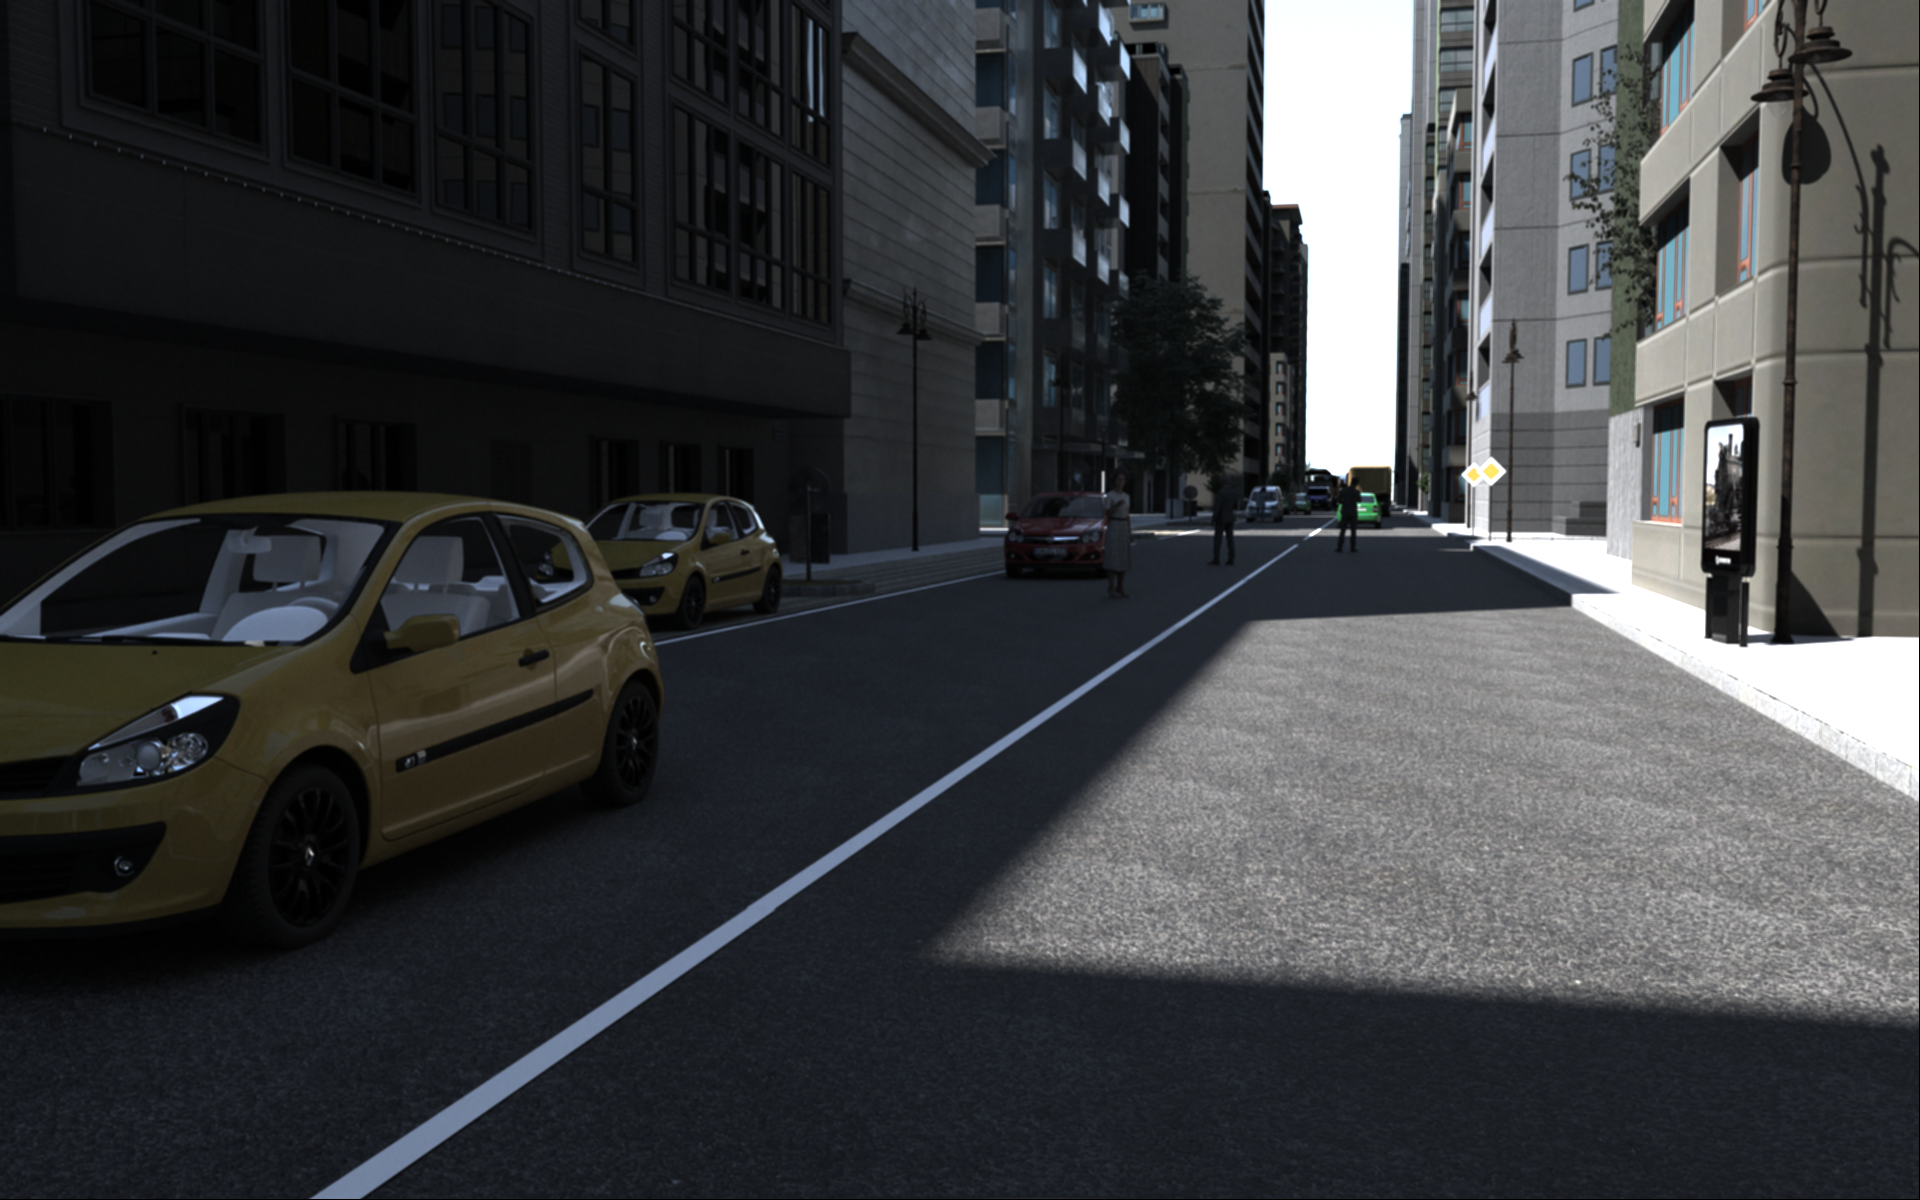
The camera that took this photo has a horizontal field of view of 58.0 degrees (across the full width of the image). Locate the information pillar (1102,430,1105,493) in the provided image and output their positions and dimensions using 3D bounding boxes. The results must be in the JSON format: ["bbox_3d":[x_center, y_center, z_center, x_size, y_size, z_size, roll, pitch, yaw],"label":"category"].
[{"bbox_3d":[5.221,-4.383,63.021,0.183,3.616,0.504,0,4,8],"label":"information pillar"}]

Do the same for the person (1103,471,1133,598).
[{"bbox_3d":[2.237,-0.914,24.022,0.480,1.755,0.524,-3,4,-37],"label":"person"}]

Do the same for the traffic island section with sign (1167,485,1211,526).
[{"bbox_3d":[10.501,-4.287,78.721,1.989,1.847,2.006,1,4,13],"label":"traffic island section with sign"}]

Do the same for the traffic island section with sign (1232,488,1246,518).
[{"bbox_3d":[16.736,-5.891,104.948,1.989,1.847,2.006,1,4,13],"label":"traffic island section with sign"}]

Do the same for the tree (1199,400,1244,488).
[{"bbox_3d":[19.016,-10.799,126.923,4.737,8.622,4.395,0,3,0],"label":"tree"}]

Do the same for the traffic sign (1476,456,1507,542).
[{"bbox_3d":[14.180,-2.608,46.284,0.795,2.450,0.064,1,4,13],"label":"traffic sign"}]

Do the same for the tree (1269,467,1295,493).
[{"bbox_3d":[37.511,-13.408,202.926,4.285,4.588,4.351,0,3,0],"label":"tree"}]

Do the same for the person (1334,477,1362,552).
[{"bbox_3d":[9.656,-2.127,43.077,0.655,1.846,0.447,1,4,12],"label":"person"}]

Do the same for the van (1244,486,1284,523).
[{"bbox_3d":[15.601,-4.990,88.598,2.013,2.044,4.112,1,4,14],"label":"van"}]

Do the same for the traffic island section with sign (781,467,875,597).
[{"bbox_3d":[-2.305,-0.994,24.886,1.989,1.847,2.006,1,4,13],"label":"traffic island section with sign"}]

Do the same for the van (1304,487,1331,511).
[{"bbox_3d":[30.675,-8.800,148.270,2.240,2.365,5.245,1,4,15],"label":"van"}]

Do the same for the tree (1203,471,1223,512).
[{"bbox_3d":[18.106,-7.883,123.496,1.663,3.219,1.824,0,3,0],"label":"tree"}]

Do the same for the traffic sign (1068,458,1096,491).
[{"bbox_3d":[3.439,-2.765,48.849,0.795,2.450,0.064,1,4,13],"label":"traffic sign"}]

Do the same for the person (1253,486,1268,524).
[{"bbox_3d":[14.182,-4.468,81.822,0.793,1.790,0.793,-1,4,-8],"label":"person"}]

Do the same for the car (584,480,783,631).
[{"bbox_3d":[-3.328,-0.563,19.433,2.015,1.641,3.980,1,4,13],"label":"car"}]

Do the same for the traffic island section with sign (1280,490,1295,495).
[{"bbox_3d":[34.639,-10.498,180.272,1.989,1.847,2.006,1,4,13],"label":"traffic island section with sign"}]

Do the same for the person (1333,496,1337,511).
[{"bbox_3d":[31.218,-8.050,143.299,0.628,1.438,0.799,1,4,17],"label":"person"}]

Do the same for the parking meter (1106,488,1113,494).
[{"bbox_3d":[5.892,-3.625,67.687,0.372,1.533,0.369,0,3,0],"label":"parking meter"}]

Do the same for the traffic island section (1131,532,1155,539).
[{"bbox_3d":[5.261,-2.104,56.685,2.009,0.180,2.903,1,4,13],"label":"traffic island section"}]

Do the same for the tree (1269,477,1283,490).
[{"bbox_3d":[36.422,-12.538,199.591,1.663,3.219,1.824,0,3,0],"label":"tree"}]

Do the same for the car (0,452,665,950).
[{"bbox_3d":[-2.606,0.209,6.802,2.015,1.641,3.980,1,4,13],"label":"car"}]

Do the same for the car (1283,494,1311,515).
[{"bbox_3d":[23.116,-6.736,118.931,1.959,1.807,4.718,1,4,15],"label":"car"}]

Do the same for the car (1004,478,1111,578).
[{"bbox_3d":[1.954,-1.339,30.925,2.155,1.783,4.494,1,4,12],"label":"car"}]

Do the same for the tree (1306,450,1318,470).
[{"bbox_3d":[57.411,-20.512,285.725,4.360,8.622,3.978,0,3,0],"label":"tree"}]

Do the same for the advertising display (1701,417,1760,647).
[{"bbox_3d":[6.610,-0.592,14.899,0.123,1.923,0.974,0,4,5],"label":"advertising display"}]

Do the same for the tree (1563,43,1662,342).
[{"bbox_3d":[11.222,-4.648,26.350,4.360,8.622,3.978,0,3,0],"label":"tree"}]

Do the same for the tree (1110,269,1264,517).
[{"bbox_3d":[12.087,-11.699,97.941,9.857,13.997,8.962,0,3,0],"label":"tree"}]

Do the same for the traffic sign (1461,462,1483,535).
[{"bbox_3d":[16.027,-3.083,54.054,0.795,2.450,0.064,1,4,13],"label":"traffic sign"}]

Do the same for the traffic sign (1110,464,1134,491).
[{"bbox_3d":[5.285,-3.240,56.618,0.795,2.450,0.064,1,4,13],"label":"traffic sign"}]

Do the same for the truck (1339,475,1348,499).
[{"bbox_3d":[53.614,-15.573,244.374,2.967,4.110,18.799,1,4,12],"label":"truck"}]

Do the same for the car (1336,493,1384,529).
[{"bbox_3d":[16.625,-3.870,72.063,1.959,1.807,4.718,1,4,13],"label":"car"}]

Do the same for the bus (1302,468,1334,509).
[{"bbox_3d":[34.478,-10.688,166.291,2.896,3.916,12.252,1,4,13],"label":"bus"}]

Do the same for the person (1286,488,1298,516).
[{"bbox_3d":[22.141,-6.539,115.514,0.694,1.812,0.767,-3,4,-38],"label":"person"}]

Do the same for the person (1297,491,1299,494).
[{"bbox_3d":[37.632,-11.283,192.991,0.705,1.823,1.348,1,4,18],"label":"person"}]

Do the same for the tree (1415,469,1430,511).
[{"bbox_3d":[35.231,-8.296,130.249,1.663,3.219,1.824,0,3,0],"label":"tree"}]

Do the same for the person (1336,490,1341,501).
[{"bbox_3d":[28.869,-7.458,131.148,0.721,1.735,1.217,-2,4,-24],"label":"person"}]

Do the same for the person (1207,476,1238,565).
[{"bbox_3d":[5.337,-1.627,35.280,0.661,1.801,0.590,-3,4,-36],"label":"person"}]
